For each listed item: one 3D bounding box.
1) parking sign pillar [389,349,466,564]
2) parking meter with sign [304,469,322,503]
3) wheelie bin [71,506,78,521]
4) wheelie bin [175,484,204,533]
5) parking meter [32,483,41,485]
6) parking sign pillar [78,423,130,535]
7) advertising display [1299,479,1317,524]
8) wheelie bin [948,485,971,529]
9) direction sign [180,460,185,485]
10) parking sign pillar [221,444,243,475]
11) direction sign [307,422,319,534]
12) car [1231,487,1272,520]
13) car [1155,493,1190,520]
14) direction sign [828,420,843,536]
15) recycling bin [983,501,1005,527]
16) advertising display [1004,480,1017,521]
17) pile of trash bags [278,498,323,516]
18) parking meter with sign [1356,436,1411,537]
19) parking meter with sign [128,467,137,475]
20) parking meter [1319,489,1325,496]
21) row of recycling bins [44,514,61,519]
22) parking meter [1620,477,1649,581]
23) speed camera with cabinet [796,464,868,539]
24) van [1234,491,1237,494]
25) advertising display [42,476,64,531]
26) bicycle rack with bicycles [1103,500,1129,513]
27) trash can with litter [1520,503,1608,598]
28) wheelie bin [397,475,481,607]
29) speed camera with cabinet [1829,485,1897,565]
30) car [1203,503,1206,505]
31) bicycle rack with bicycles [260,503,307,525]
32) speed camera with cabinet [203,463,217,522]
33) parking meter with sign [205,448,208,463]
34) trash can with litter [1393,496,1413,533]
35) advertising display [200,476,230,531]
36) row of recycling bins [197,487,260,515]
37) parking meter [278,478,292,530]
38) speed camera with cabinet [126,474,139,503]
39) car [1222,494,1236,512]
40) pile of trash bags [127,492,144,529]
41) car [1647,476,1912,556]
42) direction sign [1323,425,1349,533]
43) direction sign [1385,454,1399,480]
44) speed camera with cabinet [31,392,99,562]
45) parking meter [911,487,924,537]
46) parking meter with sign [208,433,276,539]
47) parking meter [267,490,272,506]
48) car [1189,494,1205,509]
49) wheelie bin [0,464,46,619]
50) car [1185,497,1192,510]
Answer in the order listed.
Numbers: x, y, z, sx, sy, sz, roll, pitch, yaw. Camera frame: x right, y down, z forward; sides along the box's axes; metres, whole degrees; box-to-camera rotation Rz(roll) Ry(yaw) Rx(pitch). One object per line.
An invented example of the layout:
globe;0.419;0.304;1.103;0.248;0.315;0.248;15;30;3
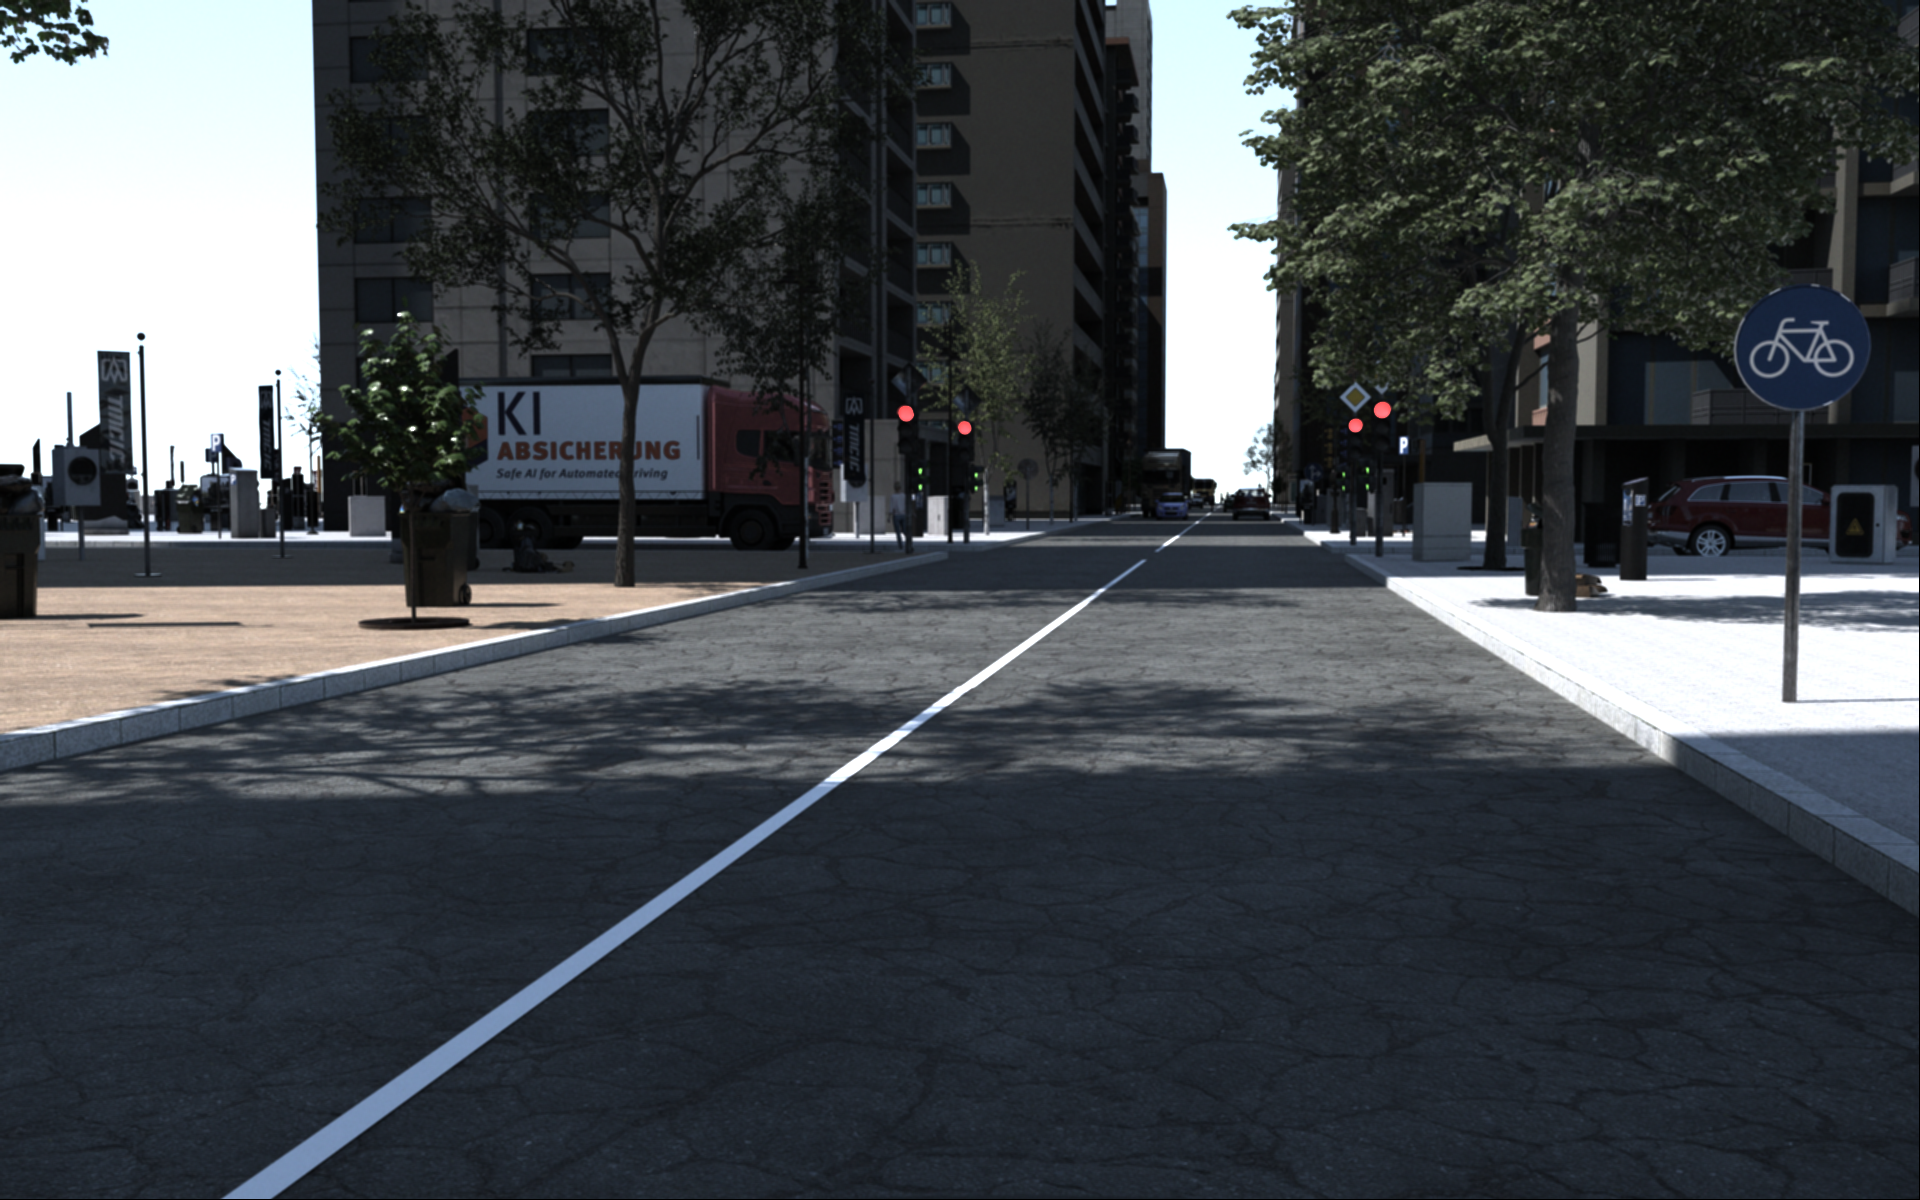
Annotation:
parking sign pillar;-9.967;-2.689;32.431;1.447;3.967;1.447;0;4;4
parking meter with sign;-46.003;-7.713;122.363;1.738;3.016;0.543;-1;4;-23
wheelie bin;-42.621;-4.640;83.772;0.693;1.594;0.980;-3;5;-43
wheelie bin;-25.151;-2.975;56.547;0.980;1.594;0.693;1;4;18
parking meter;-20.732;-1.853;38.701;0.372;1.533;0.369;0;3;0
parking sign pillar;-26.929;-4.031;54.378;1.447;3.967;1.447;-3;4;-37
advertising display;14.749;-4.175;73.476;0.123;1.923;0.974;-2;4;-32
wheelie bin;-0.032;-3.400;63.494;0.980;1.594;0.693;2;4;35
direction sign;-52.344;-7.623;116.633;0.379;3.537;0.876;-1;4;-9
parking sign pillar;-38.436;-6.305;91.564;1.447;3.967;1.447;1;4;13
direction sign;-20.607;-3.855;55.023;0.379;3.537;0.876;-1;4;-18
car;16.236;-5.375;96.554;2.281;1.827;5.304;1;4;9
car;11.874;-5.335;96.811;1.945;1.707;3.694;1;4;9
direction sign;-4.012;-3.737;53.098;0.876;3.537;0.379;0;4;-4
recycling bin;1.323;-3.383;67.860;0.722;1.027;0.722;-1;4;-13
advertising display;2.363;-4.679;81.715;0.123;1.923;0.974;2;4;33
pile of trash bags;-44.575;-6.524;116.419;1.912;1.369;3.447;1;4;21
parking meter with sign;12.623;-3.412;52.043;1.738;3.016;0.543;-1;4;-17
parking meter with sign;-52.688;-6.968;110.192;0.543;3.016;1.738;-2;4;-29
parking meter;17.489;-4.598;83.588;0.372;1.533;0.369;0;3;0
row of recycling bins;-46.338;-5.051;89.701;1.069;1.692;3.534;3;5;41
parking meter;10.034;-1.062;25.774;0.372;1.533;0.369;0;3;0
speed camera with cabinet;-3.696;-3.388;49.730;2.038;3.252;0.660;-1;4;-20
van;41.414;-15.309;257.314;2.013;2.044;4.112;1;4;9
advertising display;-31.779;-3.388;60.612;0.974;1.923;0.123;1;4;21
bicycle rack with bicycles;10.097;-6.182;114.455;2.852;0.926;2.925;0;4;7
trash can with litter;7.603;-0.635;21.776;1.055;1.170;0.624;3;5;39
wheelie bin;-5.982;-0.728;19.817;0.980;1.594;0.693;0;4;4
speed camera with cabinet;16.949;-2.266;31.388;0.660;3.252;2.038;-3;5;-42
car;31.870;-13.478;229.951;1.945;1.707;3.694;0;4;8
bicycle rack with bicycles;-28.784;-3.610;72.402;2.852;0.926;2.925;1;4;19
speed camera with cabinet;-34.167;-5.172;78.893;0.660;3.252;2.038;-1;4;-22
parking meter with sign;-27.682;-4.228;65.391;1.738;3.016;0.543;2;4;31
trash can with litter;14.868;-2.816;57.094;2.233;1.210;1.678;1;4;10
advertising display;-26.173;-3.405;60.882;0.974;1.923;0.123;-2;4;-28
row of recycling bins;-41.512;-5.569;98.169;3.534;1.692;1.069;-3;5;-42
parking meter;-24.028;-3.423;61.674;0.255;1.863;0.399;3;4;38
speed camera with cabinet;-49.046;-6.525;101.017;2.038;3.252;0.660;-2;4;-28
car;21.762;-7.657;136.993;2.131;1.459;4.920;1;4;9
pile of trash bags;-31.409;-3.358;64.660;1.912;1.369;3.447;-1;4;-19
car;17.481;-1.742;37.156;5.304;1.827;2.281;1;4;11
direction sign;12.328;-3.965;56.821;0.876;3.537;0.379;0;4;-5
direction sign;24.274;-6.433;97.169;0.876;3.537;0.379;2;4;34
speed camera with cabinet;-17.467;-2.356;32.856;0.660;3.252;2.038;3;4;38
parking meter;-1.278;-2.642;51.603;0.372;1.533;0.369;0;3;0
parking meter with sign;-20.789;-3.307;50.335;0.543;3.016;1.738;2;4;34
parking meter;-39.910;-5.615;100.214;0.372;1.533;0.369;0;3;0
car;22.957;-9.782;169.720;2.009;1.686;4.222;0;4;7
wheelie bin;-9.939;-0.613;17.933;0.693;1.594;0.980;2;4;27
car;20.357;-8.958;159.037;1.945;1.354;3.894;0;4;8
